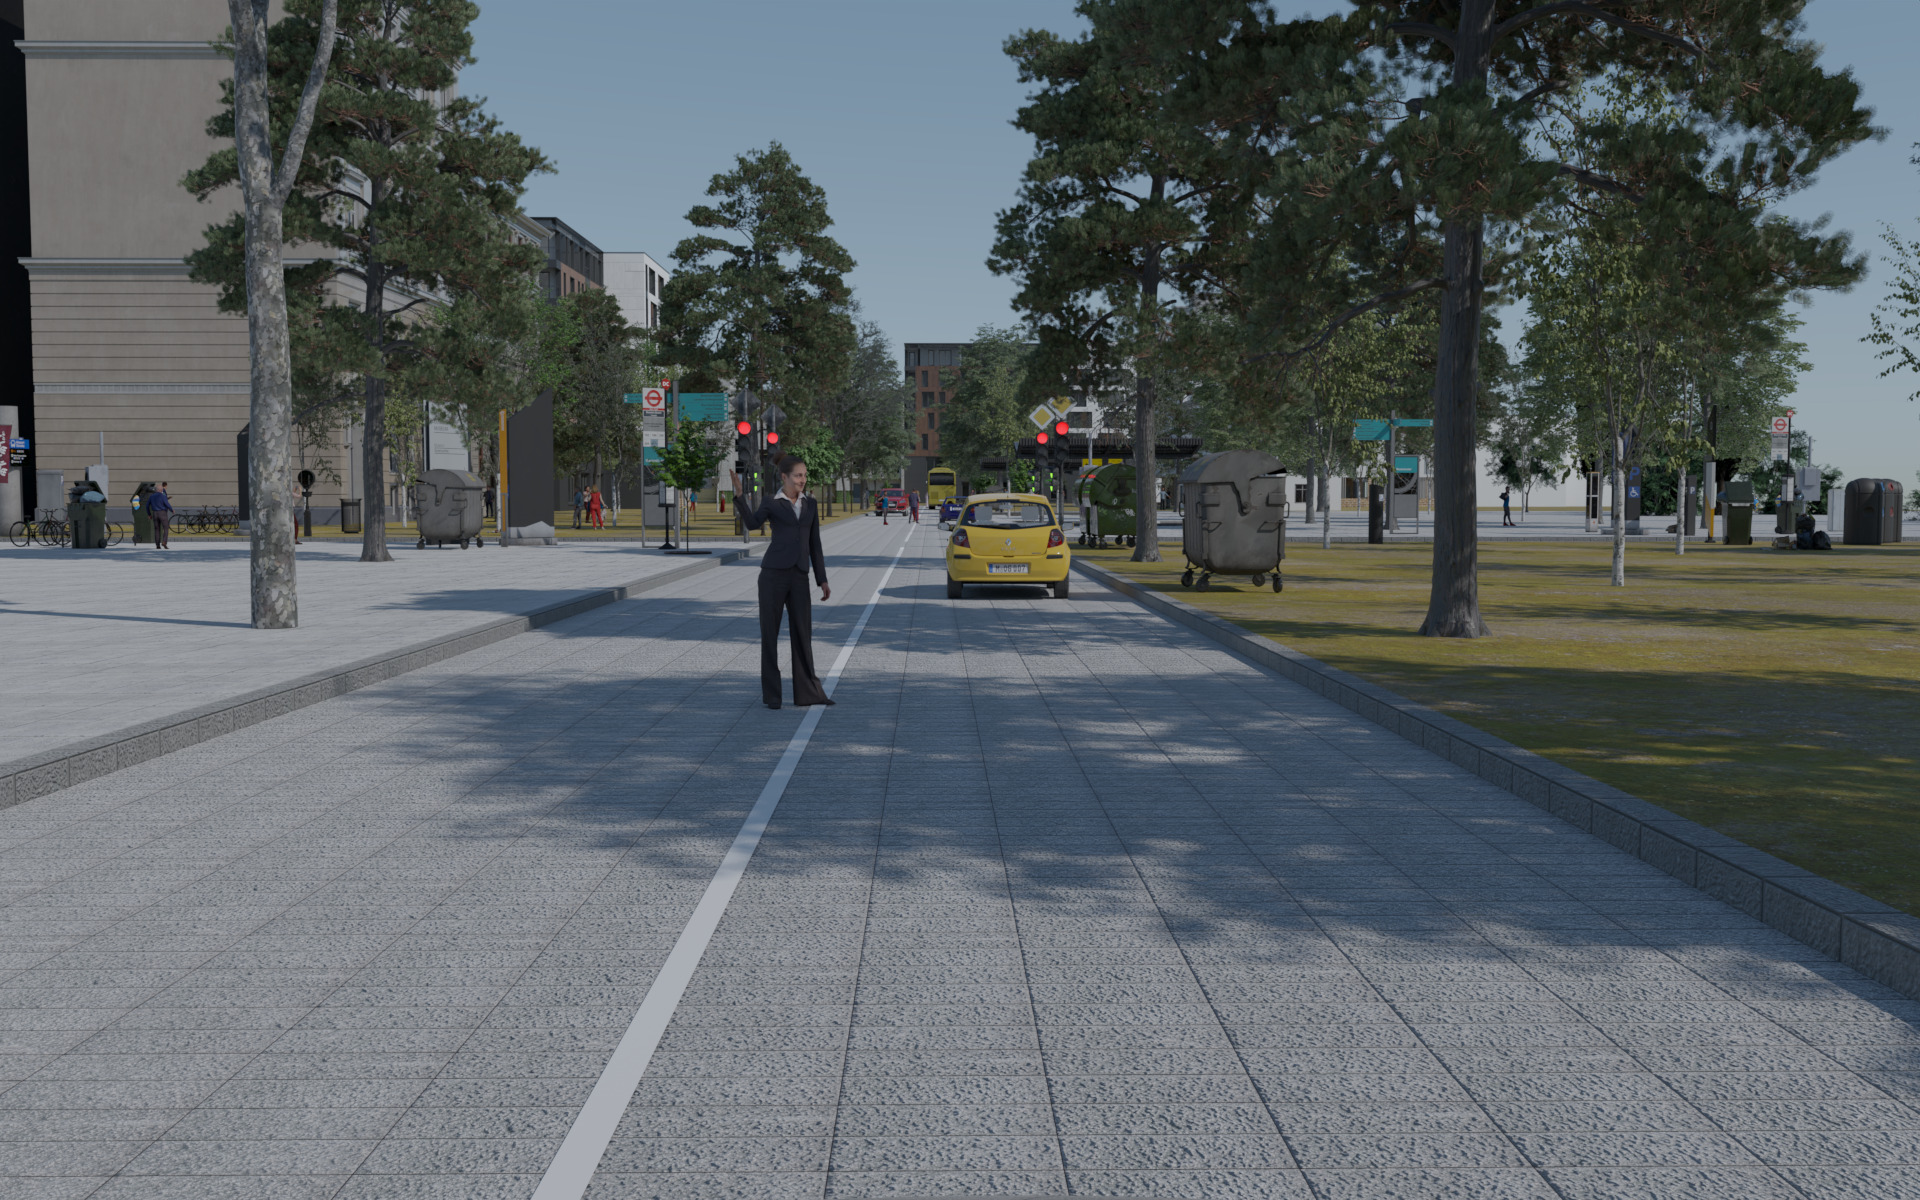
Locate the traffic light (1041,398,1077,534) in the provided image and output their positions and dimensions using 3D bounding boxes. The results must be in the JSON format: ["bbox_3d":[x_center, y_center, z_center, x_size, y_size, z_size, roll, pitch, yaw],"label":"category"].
[{"bbox_3d":[2.618,-3.417,45.119,0.839,4.213,0.868,0,4,-1],"label":"traffic light"}]

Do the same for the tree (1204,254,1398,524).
[{"bbox_3d":[15.134,-9.547,74.214,7.486,12.596,7.792,0,3,0],"label":"tree"}]

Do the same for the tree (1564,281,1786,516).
[{"bbox_3d":[45.444,-12.517,106.468,18.604,14.587,13.155,-2,4,-34],"label":"tree"}]

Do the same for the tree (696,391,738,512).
[{"bbox_3d":[-17.431,-10.584,123.418,4.360,8.622,3.978,0,3,0],"label":"tree"}]

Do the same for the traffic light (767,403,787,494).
[{"bbox_3d":[-5.673,-3.897,52.953,0.839,4.213,0.868,0,4,-1],"label":"traffic light"}]

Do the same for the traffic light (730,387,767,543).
[{"bbox_3d":[-5.541,-3.408,44.969,0.839,4.213,0.868,0,4,-1],"label":"traffic light"}]

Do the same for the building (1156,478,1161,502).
[{"bbox_3d":[39.646,-18.025,236.849,28.070,9.664,9.099,0,4,-1],"label":"building"}]

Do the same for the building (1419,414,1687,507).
[{"bbox_3d":[62.255,-14.680,182.162,28.070,9.664,9.099,0,4,-1],"label":"building"}]

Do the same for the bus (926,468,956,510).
[{"bbox_3d":[-1.746,-10.387,161.372,2.896,3.916,12.252,0,4,-1],"label":"bus"}]

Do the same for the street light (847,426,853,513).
[{"bbox_3d":[-7.207,-8.694,114.927,0.468,5.910,1.993,0,4,-1],"label":"street light"}]

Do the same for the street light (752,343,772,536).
[{"bbox_3d":[-6.085,-4.925,53.308,0.468,5.910,1.993,0,4,-1],"label":"street light"}]

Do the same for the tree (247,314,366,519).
[{"bbox_3d":[-22.992,-6.779,61.203,4.360,8.622,3.978,0,3,0],"label":"tree"}]

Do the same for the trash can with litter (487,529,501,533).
[{"bbox_3d":[-14.832,-2.818,57.136,1.678,1.210,2.233,-2,4,-34],"label":"trash can with litter"}]

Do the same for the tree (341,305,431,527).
[{"bbox_3d":[-21.682,-7.115,66.698,4.737,8.622,4.395,0,3,0],"label":"tree"}]

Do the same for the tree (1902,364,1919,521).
[{"bbox_3d":[48.159,-10.534,74.058,13.155,14.587,18.604,-2,4,-34],"label":"tree"}]

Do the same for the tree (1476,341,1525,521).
[{"bbox_3d":[26.185,-7.989,80.979,4.360,8.622,3.978,0,3,0],"label":"tree"}]

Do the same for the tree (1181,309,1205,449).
[{"bbox_3d":[14.310,-10.206,84.998,7.486,12.596,7.792,0,3,0],"label":"tree"}]

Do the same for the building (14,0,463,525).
[{"bbox_3d":[-32.011,-18.031,80.718,13.634,28.700,20.117,0,4,-1],"label":"building"}]

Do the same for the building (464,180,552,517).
[{"bbox_3d":[-31.954,-16.240,101.688,11.583,22.565,21.152,0,4,-1],"label":"building"}]

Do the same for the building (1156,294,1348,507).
[{"bbox_3d":[28.173,-19.100,168.700,16.016,20.091,11.380,0,4,-1],"label":"building"}]

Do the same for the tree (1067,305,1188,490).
[{"bbox_3d":[6.426,-6.837,62.148,4.360,8.622,3.978,0,3,0],"label":"tree"}]

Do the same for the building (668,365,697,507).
[{"bbox_3d":[-33.363,-19.596,176.811,11.380,20.091,16.016,0,4,-1],"label":"building"}]

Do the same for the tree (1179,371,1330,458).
[{"bbox_3d":[18.859,-12.146,108.956,12.009,13.543,11.850,0,3,0],"label":"tree"}]

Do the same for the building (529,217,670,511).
[{"bbox_3d":[-40.478,-18.351,144.013,27.936,21.610,32.646,0,4,-1],"label":"building"}]

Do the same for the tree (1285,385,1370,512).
[{"bbox_3d":[25.873,-13.257,123.414,9.857,13.997,8.962,0,3,0],"label":"tree"}]

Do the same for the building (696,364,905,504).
[{"bbox_3d":[-23.409,-22.810,239.396,31.486,18.905,16.747,0,4,-1],"label":"building"}]

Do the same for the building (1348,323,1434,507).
[{"bbox_3d":[41.810,-19.685,178.261,11.380,20.091,16.016,0,4,-1],"label":"building"}]

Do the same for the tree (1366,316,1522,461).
[{"bbox_3d":[24.860,-11.078,88.546,7.806,13.903,7.818,0,3,0],"label":"tree"}]

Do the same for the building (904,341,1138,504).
[{"bbox_3d":[8.571,-24.516,244.809,32.646,21.610,27.936,0,4,-1],"label":"building"}]

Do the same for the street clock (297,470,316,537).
[{"bbox_3d":[-19.672,-2.912,52.183,0.471,2.002,0.358,0,4,-6],"label":"street clock"}]

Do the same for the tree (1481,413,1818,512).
[{"bbox_3d":[47.066,-9.524,118.627,20.602,7.101,11.467,0,4,-2],"label":"tree"}]

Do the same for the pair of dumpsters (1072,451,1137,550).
[{"bbox_3d":[3.655,-2.395,41.648,1.574,2.255,4.436,0,4,-1],"label":"pair of dumpsters"}]

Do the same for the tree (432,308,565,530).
[{"bbox_3d":[-16.621,-6.782,61.242,4.360,8.622,3.978,0,3,0],"label":"tree"}]

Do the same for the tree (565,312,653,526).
[{"bbox_3d":[-14.038,-7.285,69.480,4.360,8.622,3.978,0,3,0],"label":"tree"}]

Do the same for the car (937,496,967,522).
[{"bbox_3d":[-0.089,-4.112,79.813,1.945,1.354,3.894,0,3,0],"label":"car"}]

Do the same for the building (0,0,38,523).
[{"bbox_3d":[-49.201,-15.073,76.121,15.834,23.373,12.332,0,4,-1],"label":"building"}]

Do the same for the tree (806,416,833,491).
[{"bbox_3d":[-10.543,-10.067,114.954,4.737,8.622,4.395,0,3,0],"label":"tree"}]

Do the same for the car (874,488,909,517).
[{"bbox_3d":[-4.375,-6.326,112.110,2.281,1.827,5.304,0,4,0],"label":"car"}]

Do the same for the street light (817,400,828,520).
[{"bbox_3d":[-6.668,-6.809,84.117,0.468,5.910,1.993,0,4,-1],"label":"street light"}]

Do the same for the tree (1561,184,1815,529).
[{"bbox_3d":[27.468,-8.920,63.965,7.486,12.596,7.792,0,3,0],"label":"tree"}]

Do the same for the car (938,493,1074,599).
[{"bbox_3d":[0.671,-0.912,25.134,2.015,1.641,3.980,0,4,1],"label":"car"}]

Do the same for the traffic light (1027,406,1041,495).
[{"bbox_3d":[2.487,-3.906,53.103,0.839,4.213,0.868,0,4,-1],"label":"traffic light"}]

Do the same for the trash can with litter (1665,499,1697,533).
[{"bbox_3d":[23.406,-2.746,56.284,0.624,1.170,1.055,-2,4,-26],"label":"trash can with litter"}]

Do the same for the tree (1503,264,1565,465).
[{"bbox_3d":[27.025,-9.532,73.979,7.486,12.596,7.792,0,3,0],"label":"tree"}]

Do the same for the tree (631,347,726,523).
[{"bbox_3d":[-13.454,-8.108,82.928,4.737,8.622,4.395,0,3,0],"label":"tree"}]

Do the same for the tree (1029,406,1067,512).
[{"bbox_3d":[6.700,-10.032,114.380,4.360,8.622,3.978,0,3,0],"label":"tree"}]

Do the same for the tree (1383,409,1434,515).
[{"bbox_3d":[29.430,-9.634,107.875,4.360,8.622,3.978,0,3,0],"label":"tree"}]

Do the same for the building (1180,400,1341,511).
[{"bbox_3d":[25.070,-12.618,148.451,9.099,9.664,28.070,0,4,-1],"label":"building"}]

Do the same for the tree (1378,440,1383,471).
[{"bbox_3d":[28.541,-10.064,114.905,4.360,8.622,3.978,0,3,0],"label":"tree"}]
